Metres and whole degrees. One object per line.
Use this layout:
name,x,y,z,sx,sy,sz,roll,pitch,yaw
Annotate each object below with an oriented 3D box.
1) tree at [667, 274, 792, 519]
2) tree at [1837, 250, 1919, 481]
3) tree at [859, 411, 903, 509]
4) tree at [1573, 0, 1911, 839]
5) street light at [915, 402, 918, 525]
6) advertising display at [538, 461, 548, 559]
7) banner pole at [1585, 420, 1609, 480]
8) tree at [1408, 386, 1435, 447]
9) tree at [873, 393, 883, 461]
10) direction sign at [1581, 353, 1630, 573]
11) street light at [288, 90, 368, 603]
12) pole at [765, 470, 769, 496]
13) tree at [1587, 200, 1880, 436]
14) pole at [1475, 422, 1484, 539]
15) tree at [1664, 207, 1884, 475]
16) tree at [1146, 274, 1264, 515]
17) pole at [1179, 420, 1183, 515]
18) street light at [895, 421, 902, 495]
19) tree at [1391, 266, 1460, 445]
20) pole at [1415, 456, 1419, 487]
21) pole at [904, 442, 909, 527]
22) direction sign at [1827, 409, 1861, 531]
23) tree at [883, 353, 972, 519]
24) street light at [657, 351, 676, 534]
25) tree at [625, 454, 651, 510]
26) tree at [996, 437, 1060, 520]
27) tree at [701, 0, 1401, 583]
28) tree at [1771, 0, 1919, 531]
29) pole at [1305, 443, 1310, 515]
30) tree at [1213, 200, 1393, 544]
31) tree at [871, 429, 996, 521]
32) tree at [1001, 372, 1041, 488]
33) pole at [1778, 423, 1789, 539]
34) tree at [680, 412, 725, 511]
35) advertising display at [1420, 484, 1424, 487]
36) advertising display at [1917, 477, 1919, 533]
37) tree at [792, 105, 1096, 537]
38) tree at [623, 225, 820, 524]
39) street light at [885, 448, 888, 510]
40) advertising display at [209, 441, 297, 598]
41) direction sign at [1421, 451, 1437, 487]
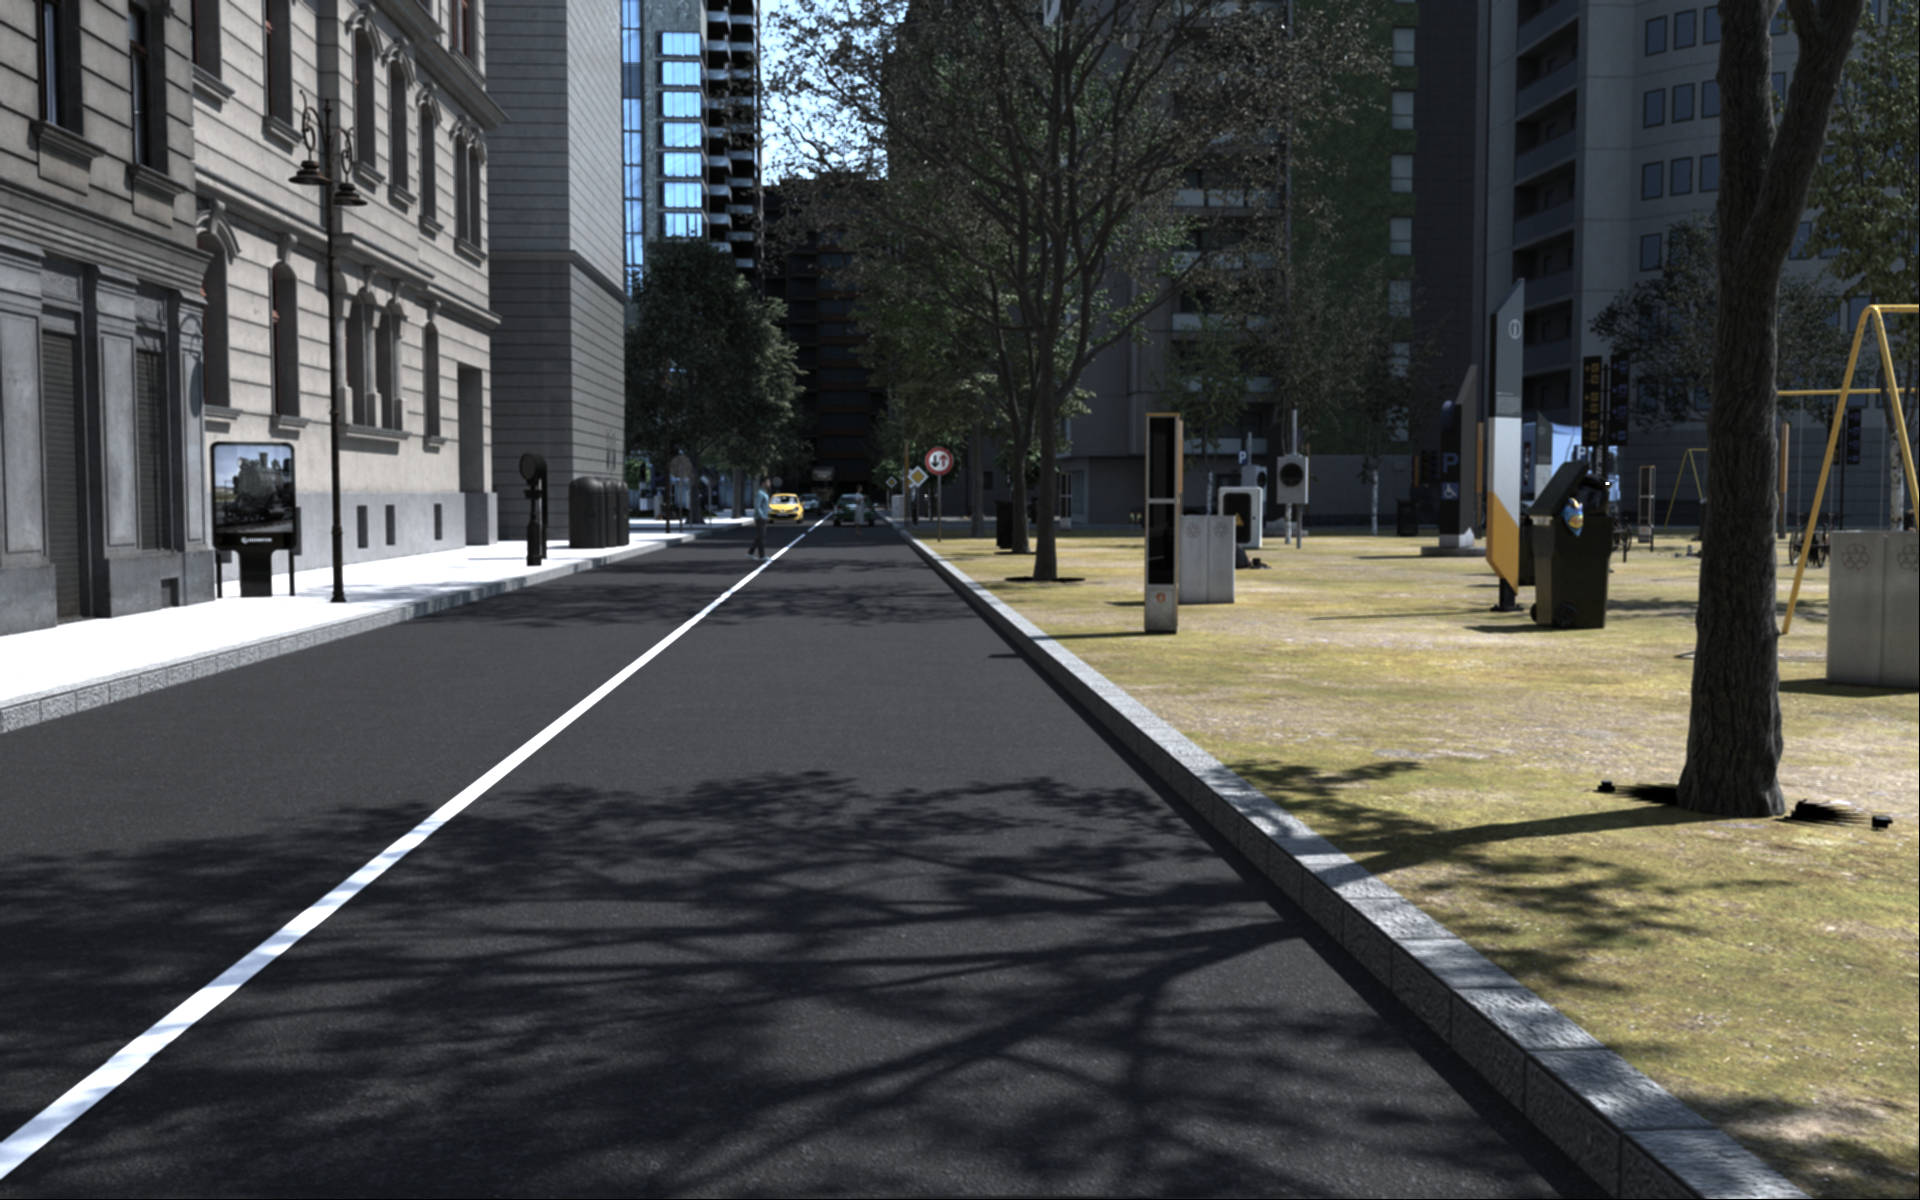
tree,-11.697,-10.490,89.633,7.486,12.596,7.792,0,3,0
tree,24.452,-5.596,41.860,4.360,8.622,3.978,0,3,0
tree,-6.569,-12.333,152.008,4.360,8.622,3.978,0,3,0
tree,3.319,-4.950,6.684,9.928,11.665,9.643,0,3,0
street light,-1.797,-6.025,71.302,0.468,5.910,1.993,0,4,-3
advertising display,-8.350,-1.801,34.664,0.123,1.923,0.974,-1,4,-17
banner pole,18.884,-3.764,51.563,0.863,3.779,0.401,2,4,32
tree,20.764,-8.238,85.049,4.737,8.622,4.395,0,3,0
tree,-2.504,-8.928,96.341,4.737,8.622,4.395,0,3,0
direction sign,10.530,-2.221,28.314,0.379,3.537,0.876,-2,4,-32
street light,-7.382,-2.912,20.392,0.468,5.910,1.993,0,4,-3
pole,-12.680,-7.336,113.783,0.158,3.312,0.155,0,3,0
tree,24.428,-7.333,54.308,8.767,10.594,7.601,0,3,0
pole,14.773,-3.390,49.276,0.158,3.312,0.155,0,3,0
tree,18.868,-5.595,41.841,4.360,8.622,3.978,0,3,0
tree,8.376,-6.607,58.389,4.737,8.622,4.395,0,3,0
pole,6.070,-3.314,48.021,0.158,3.312,0.155,0,3,0
street light,-3.827,-8.229,107.333,0.468,5.910,1.993,0,4,-3
tree,13.406,-6.398,54.963,4.360,8.622,3.978,0,3,0
pole,24.462,-6.051,92.773,0.158,3.312,0.155,0,3,0
pole,-2.086,-4.537,68.028,0.158,3.312,0.155,0,3,0
direction sign,23.577,-3.319,46.265,0.379,3.537,0.876,-3,4,-36
tree,-1.280,-8.423,88.080,4.737,8.622,4.395,0,3,0
street light,-9.468,-5.088,55.973,0.468,5.910,1.993,0,4,-3
tree,-26.313,-9.570,140.181,4.285,4.588,4.351,0,3,0
tree,3.206,-6.279,86.367,4.285,4.588,4.351,0,3,0
tree,1.376,-7.027,25.257,12.009,13.543,11.850,0,3,0
tree,11.591,-4.320,20.997,4.737,8.622,4.395,0,3,0
pole,13.926,-4.619,69.356,0.158,3.312,0.155,0,3,0
tree,8.678,-5.744,44.271,4.360,8.622,3.978,0,3,0
tree,-1.328,-6.029,82.293,4.285,4.588,4.351,0,3,0
tree,4.640,-9.003,97.559,4.360,8.622,3.978,0,3,0
pole,23.547,-3.405,49.523,0.158,3.312,0.155,0,3,0
tree,-17.131,-10.190,116.973,4.737,8.622,4.395,0,3,0
advertising display,30.921,-6.777,116.016,0.123,1.923,0.974,0,4,8
advertising display,26.974,-2.623,48.094,0.974,1.923,0.123,-1,4,-15
tree,0.103,-8.149,51.358,7.486,12.596,7.792,0,3,0
tree,-11.506,-9.602,74.005,9.611,12.733,9.660,0,3,0
street light,-6.074,-10.402,142.865,0.468,5.910,1.993,0,4,-3
advertising display,-8.765,-0.996,21.504,0.974,1.923,0.123,-2,4,-32
direction sign,24.572,-6.041,90.763,0.876,3.537,0.379,-1,4,-11
